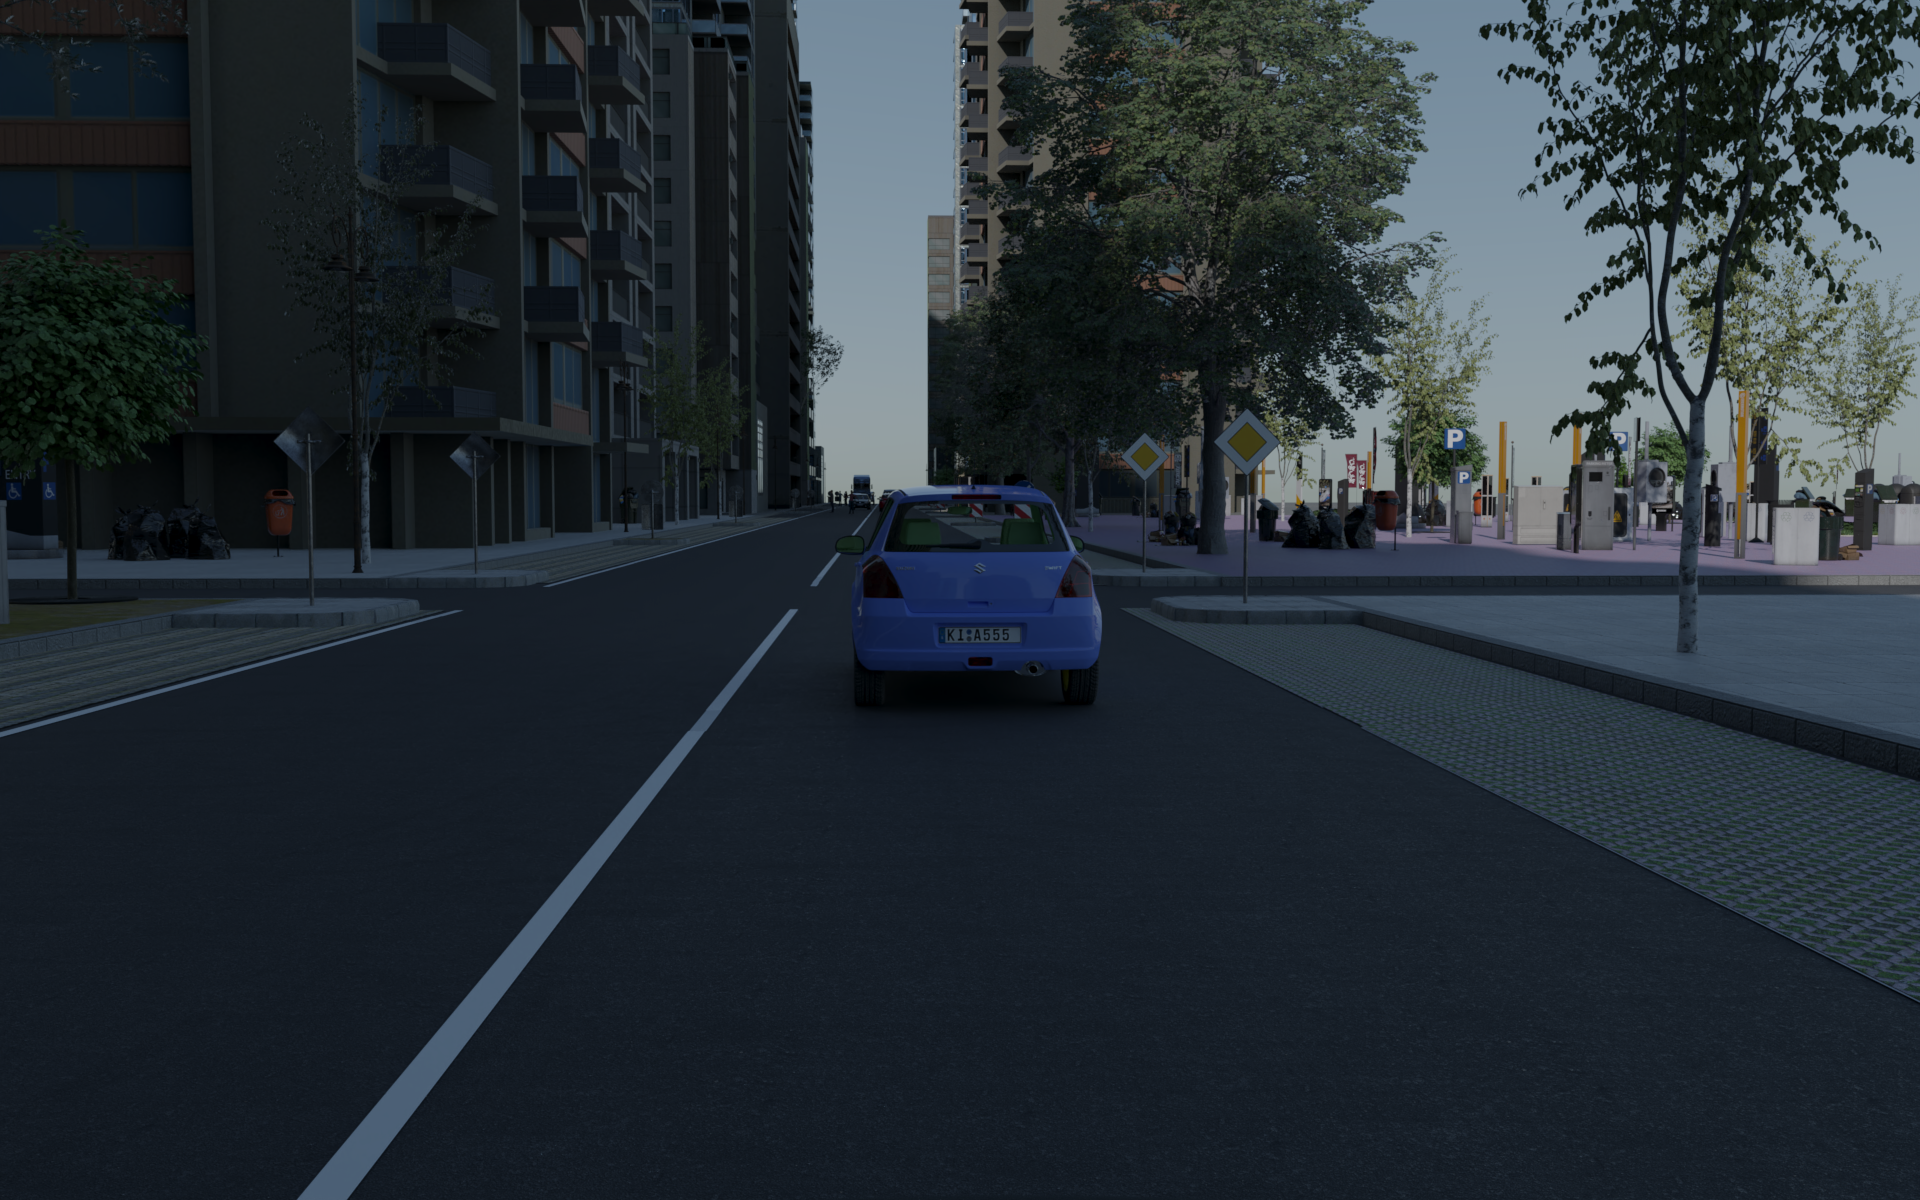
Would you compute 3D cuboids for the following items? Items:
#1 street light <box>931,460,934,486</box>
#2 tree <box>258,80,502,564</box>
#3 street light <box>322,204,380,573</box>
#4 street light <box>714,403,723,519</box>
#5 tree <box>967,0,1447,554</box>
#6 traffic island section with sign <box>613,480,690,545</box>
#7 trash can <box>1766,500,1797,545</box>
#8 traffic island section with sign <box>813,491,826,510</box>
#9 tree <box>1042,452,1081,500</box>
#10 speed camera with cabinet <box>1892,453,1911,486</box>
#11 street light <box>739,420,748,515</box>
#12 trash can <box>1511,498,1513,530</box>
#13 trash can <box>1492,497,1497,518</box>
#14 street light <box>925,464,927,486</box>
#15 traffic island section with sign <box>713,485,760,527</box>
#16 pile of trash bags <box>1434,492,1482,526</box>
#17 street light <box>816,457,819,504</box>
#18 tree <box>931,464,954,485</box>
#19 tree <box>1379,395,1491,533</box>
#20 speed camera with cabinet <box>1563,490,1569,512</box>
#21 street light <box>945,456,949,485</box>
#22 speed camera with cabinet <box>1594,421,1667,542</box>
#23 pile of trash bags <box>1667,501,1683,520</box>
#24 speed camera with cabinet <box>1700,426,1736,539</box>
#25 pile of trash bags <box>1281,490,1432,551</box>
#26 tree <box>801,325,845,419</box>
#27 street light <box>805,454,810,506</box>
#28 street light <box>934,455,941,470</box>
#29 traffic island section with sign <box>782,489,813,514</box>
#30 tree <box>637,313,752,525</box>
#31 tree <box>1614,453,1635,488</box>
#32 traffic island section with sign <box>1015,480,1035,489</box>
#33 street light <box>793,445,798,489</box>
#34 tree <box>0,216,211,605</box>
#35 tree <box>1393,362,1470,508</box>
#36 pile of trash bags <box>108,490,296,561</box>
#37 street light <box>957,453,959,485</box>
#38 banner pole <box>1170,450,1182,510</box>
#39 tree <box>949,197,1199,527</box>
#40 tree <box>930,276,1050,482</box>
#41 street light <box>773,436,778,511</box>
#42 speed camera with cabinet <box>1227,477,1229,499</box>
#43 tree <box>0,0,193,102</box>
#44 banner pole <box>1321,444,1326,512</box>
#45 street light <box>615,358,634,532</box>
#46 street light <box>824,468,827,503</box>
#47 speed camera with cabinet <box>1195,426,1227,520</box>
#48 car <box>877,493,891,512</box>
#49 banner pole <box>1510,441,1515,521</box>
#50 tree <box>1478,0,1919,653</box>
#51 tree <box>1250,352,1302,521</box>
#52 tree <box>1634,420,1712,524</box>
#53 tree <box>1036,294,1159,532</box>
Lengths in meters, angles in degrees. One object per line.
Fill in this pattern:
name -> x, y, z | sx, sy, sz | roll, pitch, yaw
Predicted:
street light -> -3.653, -15.846, 231.875 | 0.468, 5.910, 1.993 | 0, 4, -2
tree -> -10.818, -4.990, 31.957 | 4.360, 8.622, 3.978 | 0, 3, 0
street light -> -9.798, -3.377, 27.999 | 0.468, 5.910, 1.993 | 0, 4, -2
street light -> -12.314, -7.051, 88.071 | 0.468, 5.910, 1.993 | 0, 4, -2
tree -> 5.314, -7.960, 36.805 | 9.857, 13.997, 8.962 | 0, 3, 0
traffic island section with sign -> -8.729, -2.480, 49.179 | 1.989, 1.847, 2.006 | 0, 4, -2
trash can -> 20.699, -1.959, 43.687 | 0.748, 1.137, 0.748 | 0, 3, 0
traffic island section with sign -> -13.237, -8.938, 154.770 | 1.989, 1.847, 2.006 | 0, 4, -2
tree -> 4.706, -5.080, 77.659 | 1.663, 3.219, 1.824 | 0, 3, 0
speed camera with cabinet -> 45.637, -5.417, 82.910 | 0.660, 3.252, 2.038 | -1, 4, -15
street light -> -13.028, -8.049, 104.383 | 0.468, 5.910, 1.993 | 0, 4, -2
trash can -> 18.985, -2.867, 58.521 | 0.748, 1.137, 0.748 | 0, 3, 0
trash can -> 28.693, -5.020, 93.738 | 0.748, 1.137, 0.748 | 0, 3, 0
street light -> -5.060, -17.724, 262.577 | 0.468, 5.910, 1.993 | 0, 4, -2
traffic island section with sign -> -9.909, -4.175, 76.883 | 1.989, 1.847, 2.006 | 0, 4, -2
pile of trash bags -> 19.869, -3.695, 70.158 | 3.447, 1.369, 1.912 | -1, 4, -20
street light -> -17.924, -14.991, 217.893 | 0.468, 5.910, 1.993 | 0, 4, -2
tree -> -1.524, -12.683, 191.077 | 4.285, 4.588, 4.351 | 0, 3, 0
tree -> 15.623, -4.513, 57.502 | 4.285, 4.588, 4.351 | 0, 3, 0
speed camera with cabinet -> 27.119, -4.968, 75.560 | 0.660, 3.252, 2.038 | -1, 4, -15
street light -> -1.362, -12.632, 179.313 | 0.468, 5.910, 1.993 | 0, 4, -2
speed camera with cabinet -> 18.085, -3.210, 46.820 | 2.038, 3.252, 0.660 | -1, 4, -17
pile of trash bags -> 35.652, -4.645, 85.692 | 3.447, 1.369, 1.912 | -1, 4, -14
speed camera with cabinet -> 22.144, -3.452, 50.781 | 0.660, 3.252, 2.038 | 0, 4, 5
pile of trash bags -> 9.105, -1.886, 40.596 | 1.912, 1.369, 3.447 | -2, 4, -25
tree -> -18.782, -19.720, 178.308 | 12.611, 20.169, 13.585 | 0, 3, 0
street light -> -16.542, -13.129, 187.454 | 0.468, 5.910, 1.993 | 0, 4, -2
street light -> -2.419, -14.016, 201.952 | 0.468, 5.910, 1.993 | 0, 4, -2
traffic island section with sign -> -12.087, -7.291, 127.839 | 1.989, 1.847, 2.006 | 0, 4, -2
tree -> -11.563, -7.417, 71.624 | 4.737, 8.622, 4.395 | 0, 3, 0
tree -> 30.290, -5.193, 79.511 | 1.663, 3.219, 1.824 | 0, 3, 0
traffic island section with sign -> 1.728, -2.603, 51.191 | 1.989, 1.847, 2.006 | 0, 4, -2
street light -> -15.599, -11.730, 164.569 | 0.468, 5.910, 1.993 | 0, 4, -2
tree -> -10.712, -2.255, 20.585 | 4.285, 4.588, 4.351 | 0, 3, 0
tree -> 25.515, -8.844, 94.959 | 4.360, 8.622, 3.978 | 0, 3, 0
pile of trash bags -> -15.032, -1.510, 34.443 | 3.447, 1.369, 1.912 | -2, 4, -30
street light -> -0.112, -10.793, 149.245 | 0.468, 5.910, 1.993 | 0, 4, -2
banner pole -> 11.310, -6.182, 91.091 | 0.863, 3.779, 0.401 | -1, 4, -18
tree -> 4.352, -9.190, 67.272 | 9.611, 12.733, 9.660 | 0, 3, 0
tree -> 3.597, -10.880, 88.265 | 12.009, 13.543, 11.850 | 0, 3, 0
street light -> -14.340, -9.889, 134.469 | 0.468, 5.910, 1.993 | 0, 4, -2
speed camera with cabinet -> 12.777, -5.712, 87.732 | 2.038, 3.252, 0.660 | -3, 5, -42
tree -> -10.249, -6.147, 10.878 | 12.009, 13.543, 11.850 | 0, 3, 0
banner pole -> 18.021, -5.869, 85.977 | 0.401, 3.779, 0.863 | 2, 4, 27
street light -> -11.240, -5.220, 58.141 | 0.468, 5.910, 1.993 | 0, 4, -2
street light -> -19.352, -16.862, 248.488 | 0.468, 5.910, 1.993 | 0, 4, -2
speed camera with cabinet -> 7.214, -3.403, 49.979 | 0.660, 3.252, 2.038 | 0, 4, 5
car -> -5.758, -8.145, 142.210 | 2.155, 1.783, 4.494 | 0, 4, -2
banner pole -> 26.130, -5.619, 81.883 | 0.401, 3.779, 0.863 | 2, 4, 27
tree -> 6.093, -3.889, 13.951 | 4.737, 8.622, 4.395 | 0, 3, 0
tree -> 15.443, -8.041, 81.830 | 4.737, 8.622, 4.395 | 0, 3, 0
tree -> 30.748, -5.578, 74.918 | 4.285, 4.588, 4.351 | 0, 3, 0
tree -> 4.457, -6.588, 58.078 | 4.360, 8.622, 3.978 | 0, 3, 0
